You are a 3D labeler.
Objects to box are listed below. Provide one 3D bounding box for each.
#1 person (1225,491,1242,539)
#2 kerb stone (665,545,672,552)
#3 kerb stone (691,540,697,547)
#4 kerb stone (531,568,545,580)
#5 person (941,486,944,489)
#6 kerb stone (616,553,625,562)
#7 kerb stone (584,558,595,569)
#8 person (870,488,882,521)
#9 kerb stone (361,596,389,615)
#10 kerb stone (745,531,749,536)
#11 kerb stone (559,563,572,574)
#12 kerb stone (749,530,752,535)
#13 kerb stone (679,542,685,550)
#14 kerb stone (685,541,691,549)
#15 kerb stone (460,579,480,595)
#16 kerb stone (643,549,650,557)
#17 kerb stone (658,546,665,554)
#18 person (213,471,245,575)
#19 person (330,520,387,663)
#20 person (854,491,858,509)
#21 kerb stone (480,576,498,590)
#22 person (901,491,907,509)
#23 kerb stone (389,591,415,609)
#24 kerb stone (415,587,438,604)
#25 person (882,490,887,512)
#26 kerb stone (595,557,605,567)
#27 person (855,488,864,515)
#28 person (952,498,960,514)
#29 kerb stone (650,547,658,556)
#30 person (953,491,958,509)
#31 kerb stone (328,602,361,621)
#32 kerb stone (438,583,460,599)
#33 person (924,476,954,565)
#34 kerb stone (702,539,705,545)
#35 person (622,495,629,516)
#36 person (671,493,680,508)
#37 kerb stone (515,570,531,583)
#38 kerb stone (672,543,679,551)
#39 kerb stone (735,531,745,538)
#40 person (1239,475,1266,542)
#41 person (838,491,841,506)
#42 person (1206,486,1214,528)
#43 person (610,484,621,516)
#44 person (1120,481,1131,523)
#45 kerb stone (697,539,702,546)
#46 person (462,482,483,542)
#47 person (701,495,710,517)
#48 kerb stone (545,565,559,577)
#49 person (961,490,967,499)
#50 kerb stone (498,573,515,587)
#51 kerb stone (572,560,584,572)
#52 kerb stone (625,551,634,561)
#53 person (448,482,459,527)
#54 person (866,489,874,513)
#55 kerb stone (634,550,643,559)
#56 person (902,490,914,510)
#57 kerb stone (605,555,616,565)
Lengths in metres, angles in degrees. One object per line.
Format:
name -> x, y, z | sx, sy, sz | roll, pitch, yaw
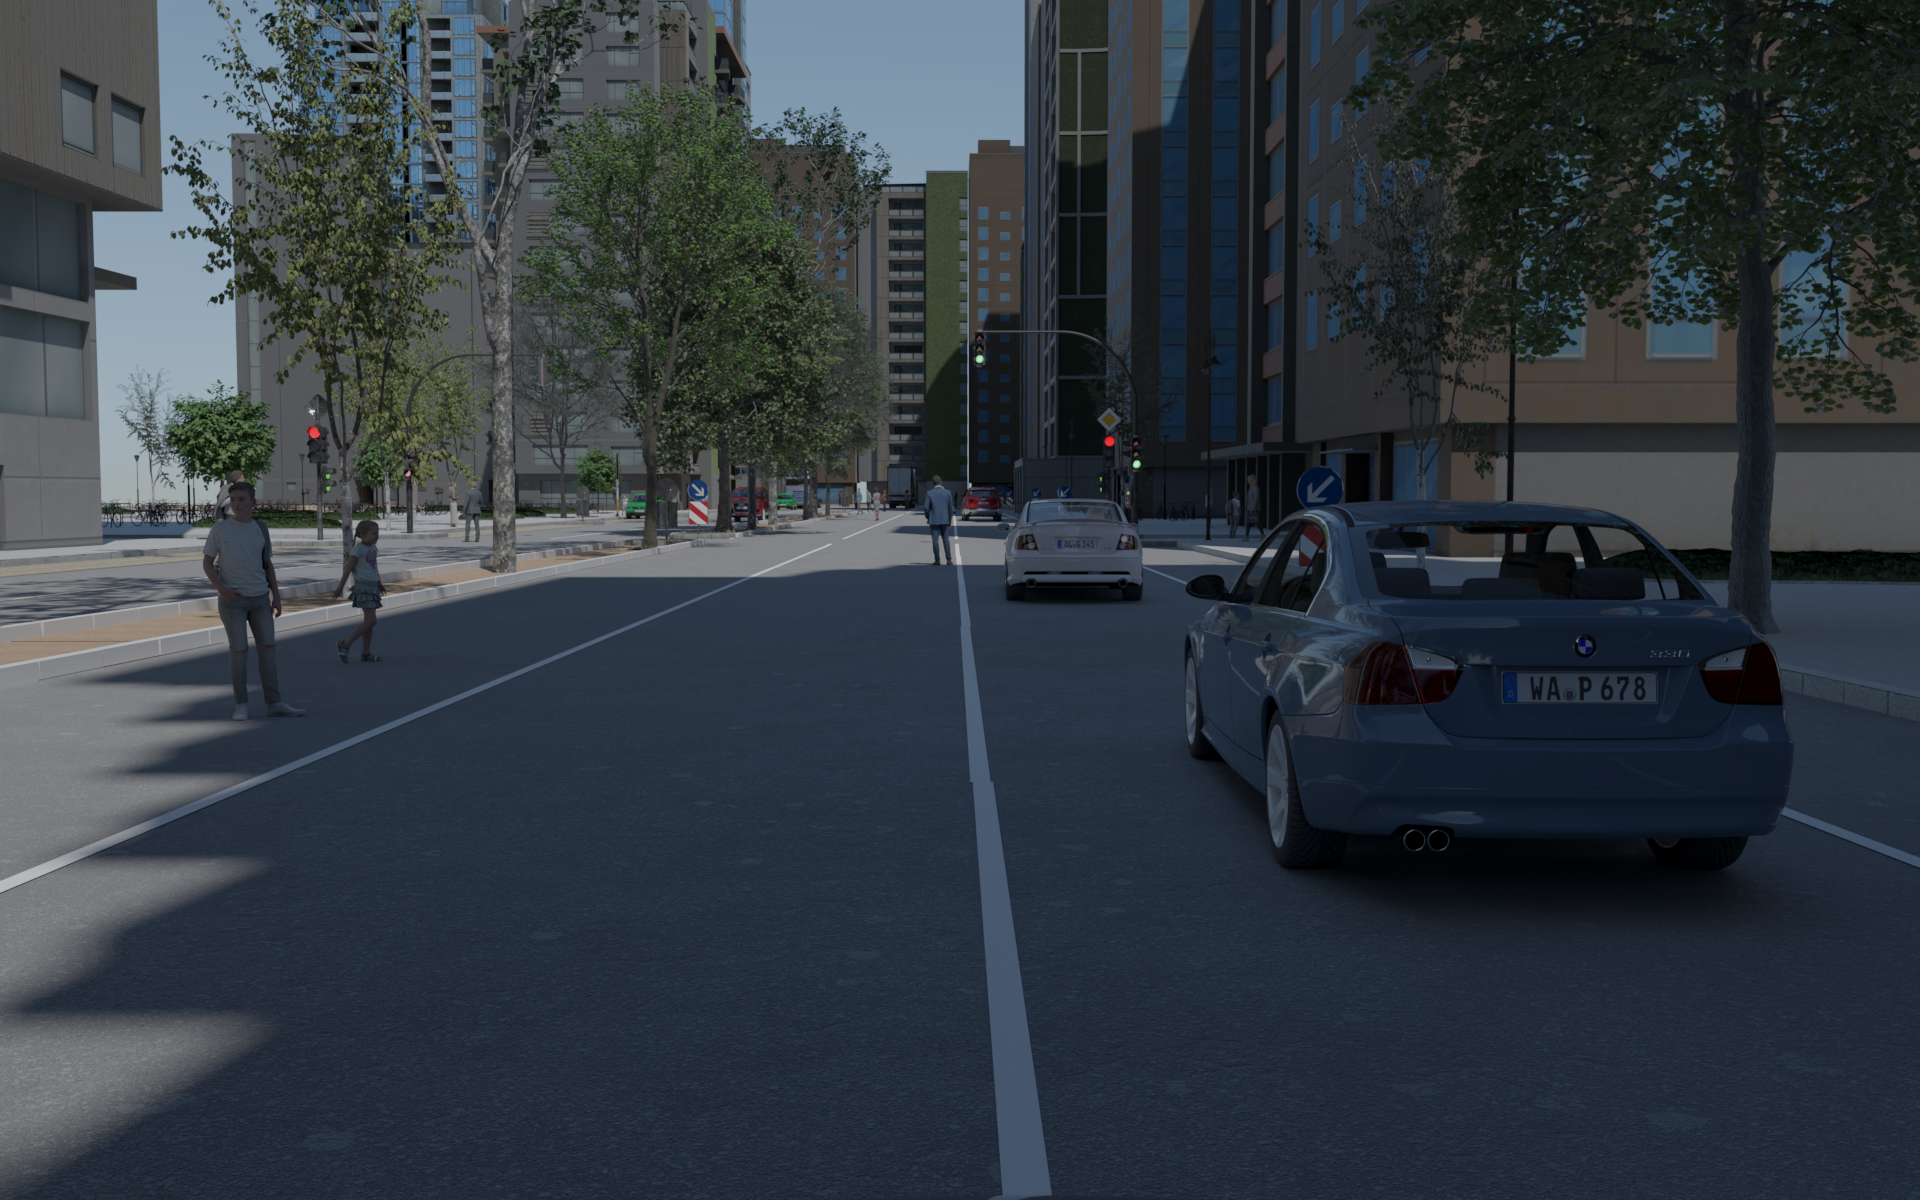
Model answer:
person -> 8.315, -2.543, 52.670 | 0.503, 1.515, 0.523 | 1, 4, 17
kerb stone -> -7.264, -1.241, 42.483 | 0.120, 0.150, 1.000 | 0, 4, 0
kerb stone -> -7.281, -1.491, 46.575 | 0.120, 0.150, 1.000 | 0, 4, 0
kerb stone -> -7.201, -0.425, 29.144 | 0.120, 0.150, 1.000 | 0, 4, 0
person -> -0.967, -4.536, 82.839 | 0.537, 1.800, 0.526 | -3, 5, -42
kerb stone -> -7.234, -0.861, 36.332 | 0.120, 0.150, 1.000 | 0, 4, 0
kerb stone -> -7.220, -0.677, 33.257 | 0.120, 0.150, 1.000 | 0, 4, 0
person -> -4.509, -5.165, 93.304 | 0.532, 1.782, 0.716 | 3, 5, 40
kerb stone -> -7.159, 0.076, 20.956 | 0.120, 0.150, 1.000 | 0, 4, 0
kerb stone -> -7.333, -2.214, 58.388 | 0.120, 0.150, 1.000 | 0, 4, 0
kerb stone -> -7.207, -0.551, 31.197 | 0.120, 0.150, 1.000 | 0, 4, 0
kerb stone -> -7.341, -2.276, 59.415 | 0.120, 0.150, 1.000 | 0, 4, 0
kerb stone -> -7.271, -1.366, 44.531 | 0.120, 0.150, 1.000 | 0, 4, 0
kerb stone -> -7.277, -1.426, 45.554 | 0.120, 0.150, 1.000 | 0, 4, 0
kerb stone -> -7.174, -0.174, 25.046 | 0.120, 0.150, 1.000 | 0, 4, 0
kerb stone -> -7.248, -1.053, 39.404 | 0.120, 0.150, 1.000 | 0, 4, 0
kerb stone -> -7.258, -1.175, 41.454 | 0.120, 0.150, 1.000 | 0, 4, 0
person -> -12.375, -1.275, 29.450 | 0.850, 1.850, 0.679 | 1, 4, 16
person -> -5.108, -0.079, 14.807 | 0.382, 1.210, 0.505 | 0, 4, 7
person -> -10.149, -9.675, 167.490 | 0.445, 1.727, 0.742 | -1, 4, -21
kerb stone -> -7.189, -0.237, 26.067 | 0.120, 0.150, 1.000 | 0, 4, 0
person -> -5.272, -9.663, 167.209 | 0.721, 1.743, 1.217 | -3, 5, -42
kerb stone -> -7.168, 0.016, 21.978 | 0.120, 0.150, 1.000 | 0, 4, 0
kerb stone -> -7.173, -0.049, 23.000 | 0.120, 0.150, 1.000 | 0, 4, 0
person -> -6.264, -8.113, 141.866 | 0.721, 1.743, 1.217 | 1, 4, 22
kerb stone -> -7.234, -0.739, 34.284 | 0.120, 0.150, 1.000 | 0, 4, 0
person -> -6.839, -6.724, 118.306 | 0.748, 1.841, 0.638 | -2, 4, -33
person -> -0.581, -6.262, 116.390 | 1.012, 1.151, 0.738 | 3, 5, 40
kerb stone -> -7.249, -1.115, 40.432 | 0.120, 0.150, 1.000 | 0, 4, 0
person -> -0.479, -9.915, 171.125 | 0.721, 1.766, 1.217 | 1, 4, 13
kerb stone -> -7.159, 0.139, 19.934 | 0.120, 0.150, 1.000 | 0, 4, 0
kerb stone -> -7.180, -0.112, 24.024 | 0.120, 0.150, 1.000 | 0, 4, 0
person -> -0.403, -1.601, 34.860 | 0.721, 1.800, 0.419 | -2, 4, -23
kerb stone -> -7.284, -1.616, 48.625 | 0.120, 0.150, 1.000 | 0, 4, 0
person -> -19.839, -5.612, 102.812 | 0.505, 1.210, 0.382 | 0, 4, -3
person -> -17.019, -5.798, 103.415 | 0.709, 1.813, 0.853 | 1, 4, 17
kerb stone -> -7.194, -0.362, 28.121 | 0.120, 0.150, 1.000 | 0, 4, 0
kerb stone -> -7.262, -1.302, 43.509 | 0.120, 0.150, 1.000 | 0, 4, 0
kerb stone -> -7.334, -2.144, 57.365 | 0.120, 0.150, 1.000 | 0, 4, 0
person -> 7.916, -2.469, 46.590 | 0.728, 1.800, 0.709 | -1, 4, -8
person -> -14.050, -11.831, 201.881 | 0.705, 1.831, 1.348 | 0, 4, -4
person -> 9.392, -3.502, 65.109 | 0.330, 1.601, 0.589 | 1, 4, 23
person -> -20.561, -5.993, 103.384 | 0.474, 1.900, 0.648 | 1, 4, 14
person -> 6.838, -3.937, 70.601 | 0.473, 1.802, 0.592 | -3, 5, -40
kerb stone -> -7.286, -1.554, 47.603 | 0.120, 0.150, 1.000 | 0, 4, 0
person -> -14.562, -2.626, 51.603 | 0.590, 1.801, 0.661 | 3, 5, 40
person -> -16.180, -6.186, 109.907 | 0.793, 1.790, 0.793 | 1, 4, 13
kerb stone -> -7.210, -0.486, 30.176 | 0.120, 0.150, 1.000 | 0, 4, 0
person -> 0.575, -8.608, 149.247 | 1.348, 1.822, 0.705 | 3, 4, 36
kerb stone -> -7.184, -0.299, 27.089 | 0.120, 0.150, 1.000 | 0, 4, 0
kerb stone -> -7.206, -0.614, 32.233 | 0.120, 0.150, 1.000 | 0, 4, 0
kerb stone -> -7.241, -0.923, 37.354 | 0.120, 0.150, 1.000 | 0, 4, 0
person -> -19.646, -3.713, 67.308 | 0.362, 1.759, 0.519 | -2, 4, -34
person -> -6.858, -7.501, 131.167 | 0.620, 1.820, 0.660 | -2, 4, -34
kerb stone -> -7.242, -0.989, 38.378 | 0.120, 0.150, 1.000 | 0, 4, 0
person -> -4.825, -9.194, 158.829 | 1.348, 1.824, 0.705 | 3, 5, 39
kerb stone -> -7.228, -0.802, 35.308 | 0.120, 0.150, 1.000 | 0, 4, 0
